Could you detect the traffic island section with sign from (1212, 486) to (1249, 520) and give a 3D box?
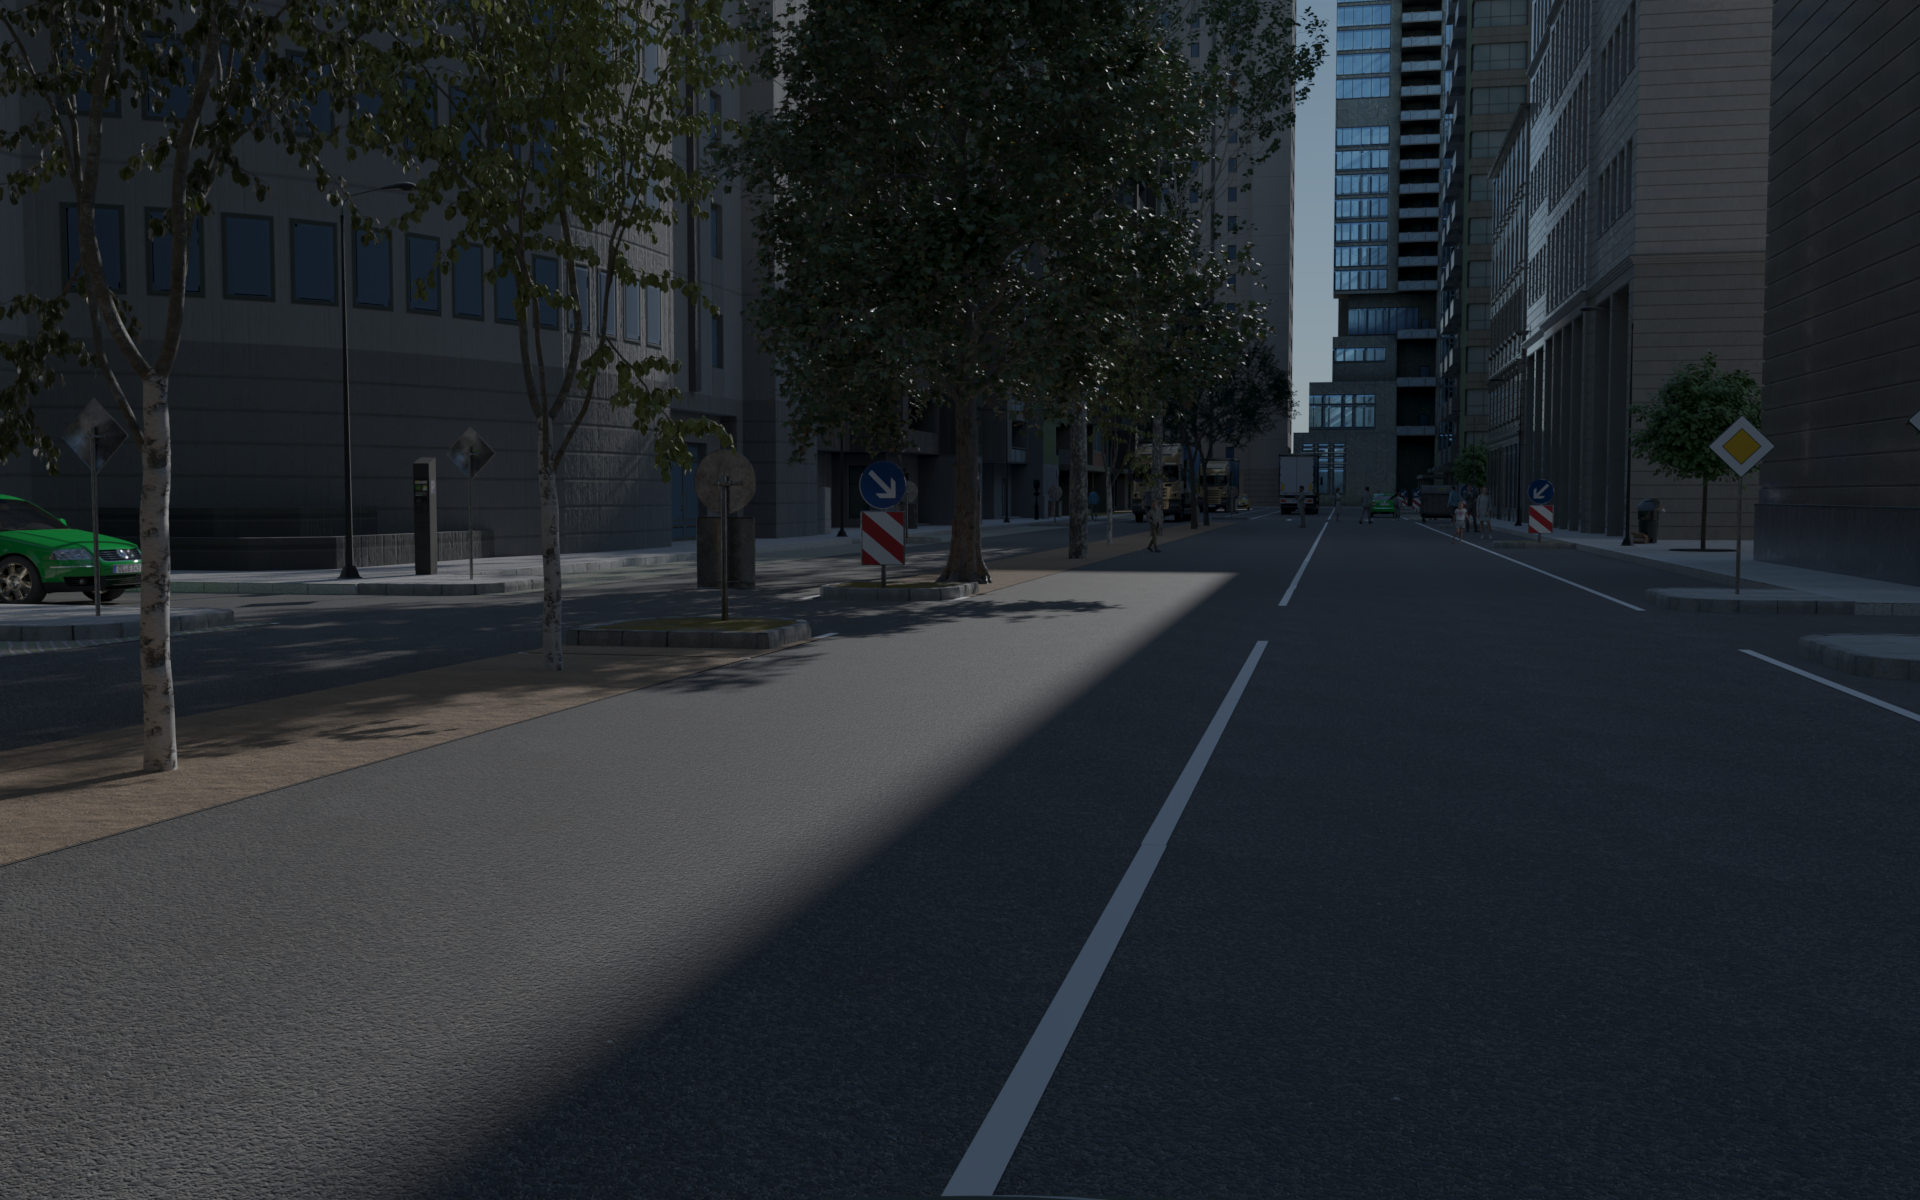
[{"bbox_3d":[15.278,-5.472,97.606,2.006,1.907,1.989,1,4,12],"label":"traffic island section with sign"}]

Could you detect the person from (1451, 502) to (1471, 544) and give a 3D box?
[{"bbox_3d":[14.356,-2.208,49.617,0.505,1.210,0.382,0,4,4],"label":"person"}]

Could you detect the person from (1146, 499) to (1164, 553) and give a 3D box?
[{"bbox_3d":[4.798,-1.820,42.528,0.475,1.303,0.640,-2,4,-32],"label":"person"}]

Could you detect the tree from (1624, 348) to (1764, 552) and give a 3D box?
[{"bbox_3d":[16.801,-3.374,38.884,4.285,4.588,4.351,0,3,0],"label":"tree"}]

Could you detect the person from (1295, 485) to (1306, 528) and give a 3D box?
[{"bbox_3d":[14.576,-4.008,74.211,0.466,1.800,0.511,-1,4,-10],"label":"person"}]

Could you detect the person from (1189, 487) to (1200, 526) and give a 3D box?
[{"bbox_3d":[10.422,-4.138,76.710,0.519,1.759,0.362,-3,4,-37],"label":"person"}]

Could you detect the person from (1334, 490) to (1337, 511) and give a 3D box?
[{"bbox_3d":[32.210,-8.554,148.350,0.705,1.826,1.348,0,4,4],"label":"person"}]

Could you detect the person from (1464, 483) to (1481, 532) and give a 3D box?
[{"bbox_3d":[19.287,-3.481,65.224,0.655,1.846,0.447,0,4,0],"label":"person"}]

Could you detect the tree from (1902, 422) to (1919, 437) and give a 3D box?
[{"bbox_3d":[12.137,-1.564,20.176,1.663,3.219,1.824,0,3,0],"label":"tree"}]

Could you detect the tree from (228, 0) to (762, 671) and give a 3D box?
[{"bbox_3d":[-3.302,-3.711,13.498,4.737,8.622,4.395,0,3,0],"label":"tree"}]

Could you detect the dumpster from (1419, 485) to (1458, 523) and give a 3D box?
[{"bbox_3d":[23.788,-4.762,86.080,1.865,1.857,1.264,1,4,12],"label":"dumpster"}]

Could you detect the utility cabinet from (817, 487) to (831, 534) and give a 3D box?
[{"bbox_3d":[-4.631,-2.831,54.970,1.173,1.500,0.318,3,4,36],"label":"utility cabinet"}]

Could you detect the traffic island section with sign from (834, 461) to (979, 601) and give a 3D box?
[{"bbox_3d":[-0.913,-0.984,24.226,2.006,1.907,1.989,1,4,12],"label":"traffic island section with sign"}]

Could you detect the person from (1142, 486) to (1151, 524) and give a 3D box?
[{"bbox_3d":[8.988,-4.573,83.449,0.537,1.800,0.526,-1,4,-19],"label":"person"}]

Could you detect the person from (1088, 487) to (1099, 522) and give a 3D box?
[{"bbox_3d":[6.917,-4.936,89.547,0.601,1.785,0.444,0,4,-5],"label":"person"}]

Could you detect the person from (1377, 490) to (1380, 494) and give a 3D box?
[{"bbox_3d":[31.448,-7.381,130.096,0.541,1.710,0.530,-3,5,-44],"label":"person"}]

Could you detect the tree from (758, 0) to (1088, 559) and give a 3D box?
[{"bbox_3d":[1.609,-11.034,38.747,12.611,20.169,13.585,0,3,0],"label":"tree"}]

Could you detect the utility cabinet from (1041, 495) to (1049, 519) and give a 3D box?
[{"bbox_3d":[4.411,-4.812,89.833,0.306,1.237,1.020,0,4,-6],"label":"utility cabinet"}]

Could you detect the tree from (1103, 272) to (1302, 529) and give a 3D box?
[{"bbox_3d":[9.633,-8.176,70.540,8.767,10.594,7.601,1,4,12],"label":"tree"}]

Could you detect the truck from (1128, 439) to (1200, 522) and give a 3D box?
[{"bbox_3d":[10.850,-6.237,90.887,2.839,4.237,11.283,1,4,13],"label":"truck"}]

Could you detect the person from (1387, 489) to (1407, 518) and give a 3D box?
[{"bbox_3d":[26.118,-5.763,103.547,1.217,1.723,0.721,0,4,-5],"label":"person"}]

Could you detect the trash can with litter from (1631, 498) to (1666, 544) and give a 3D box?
[{"bbox_3d":[17.763,-2.041,44.762,0.624,1.170,1.055,3,5,39],"label":"trash can with litter"}]

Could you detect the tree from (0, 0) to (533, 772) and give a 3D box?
[{"bbox_3d":[-4.096,-3.431,8.921,4.360,8.622,3.978,0,3,0],"label":"tree"}]

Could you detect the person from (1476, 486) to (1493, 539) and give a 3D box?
[{"bbox_3d":[16.851,-2.822,55.640,0.512,1.701,0.522,1,4,15],"label":"person"}]

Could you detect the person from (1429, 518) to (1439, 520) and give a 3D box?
[{"bbox_3d":[26.106,-5.329,95.731,0.391,1.810,0.635,-3,5,-41],"label":"person"}]

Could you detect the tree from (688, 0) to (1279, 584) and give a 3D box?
[{"bbox_3d":[0.123,-6.610,27.546,9.611,12.733,9.660,0,3,0],"label":"tree"}]

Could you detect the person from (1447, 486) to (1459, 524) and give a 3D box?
[{"bbox_3d":[22.992,-4.406,80.559,0.660,1.820,0.620,-3,4,-39],"label":"person"}]

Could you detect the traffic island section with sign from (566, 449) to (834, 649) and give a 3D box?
[{"bbox_3d":[-2.519,-0.542,16.994,2.006,1.907,1.989,1,4,12],"label":"traffic island section with sign"}]

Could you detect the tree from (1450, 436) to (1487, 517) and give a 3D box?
[{"bbox_3d":[29.639,-7.036,98.751,4.285,4.588,4.351,0,3,0],"label":"tree"}]

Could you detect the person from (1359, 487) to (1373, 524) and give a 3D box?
[{"bbox_3d":[19.492,-4.551,83.180,0.850,1.792,0.678,-3,4,-39],"label":"person"}]

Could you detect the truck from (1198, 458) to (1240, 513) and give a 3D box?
[{"bbox_3d":[20.492,-9.087,137.485,2.839,4.237,11.283,1,4,14],"label":"truck"}]

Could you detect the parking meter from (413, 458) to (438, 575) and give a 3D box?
[{"bbox_3d":[-8.503,-1.335,27.539,0.255,1.863,0.399,0,4,2],"label":"parking meter"}]

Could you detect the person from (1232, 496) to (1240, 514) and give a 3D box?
[{"bbox_3d":[19.940,-7.092,125.369,0.530,1.710,0.541,0,4,-8],"label":"person"}]

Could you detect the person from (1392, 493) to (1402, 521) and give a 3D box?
[{"bbox_3d":[23.487,-5.014,93.068,0.503,1.515,0.523,0,4,-6],"label":"person"}]

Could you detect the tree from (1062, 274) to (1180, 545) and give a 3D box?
[{"bbox_3d":[4.181,-5.826,48.082,4.737,8.622,4.395,0,3,0],"label":"tree"}]

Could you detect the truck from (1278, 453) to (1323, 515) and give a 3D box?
[{"bbox_3d":[24.455,-8.288,124.418,2.839,4.237,11.283,1,4,14],"label":"truck"}]

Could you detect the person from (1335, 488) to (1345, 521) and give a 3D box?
[{"bbox_3d":[19.985,-5.016,91.076,0.524,1.755,0.480,1,4,13],"label":"person"}]
